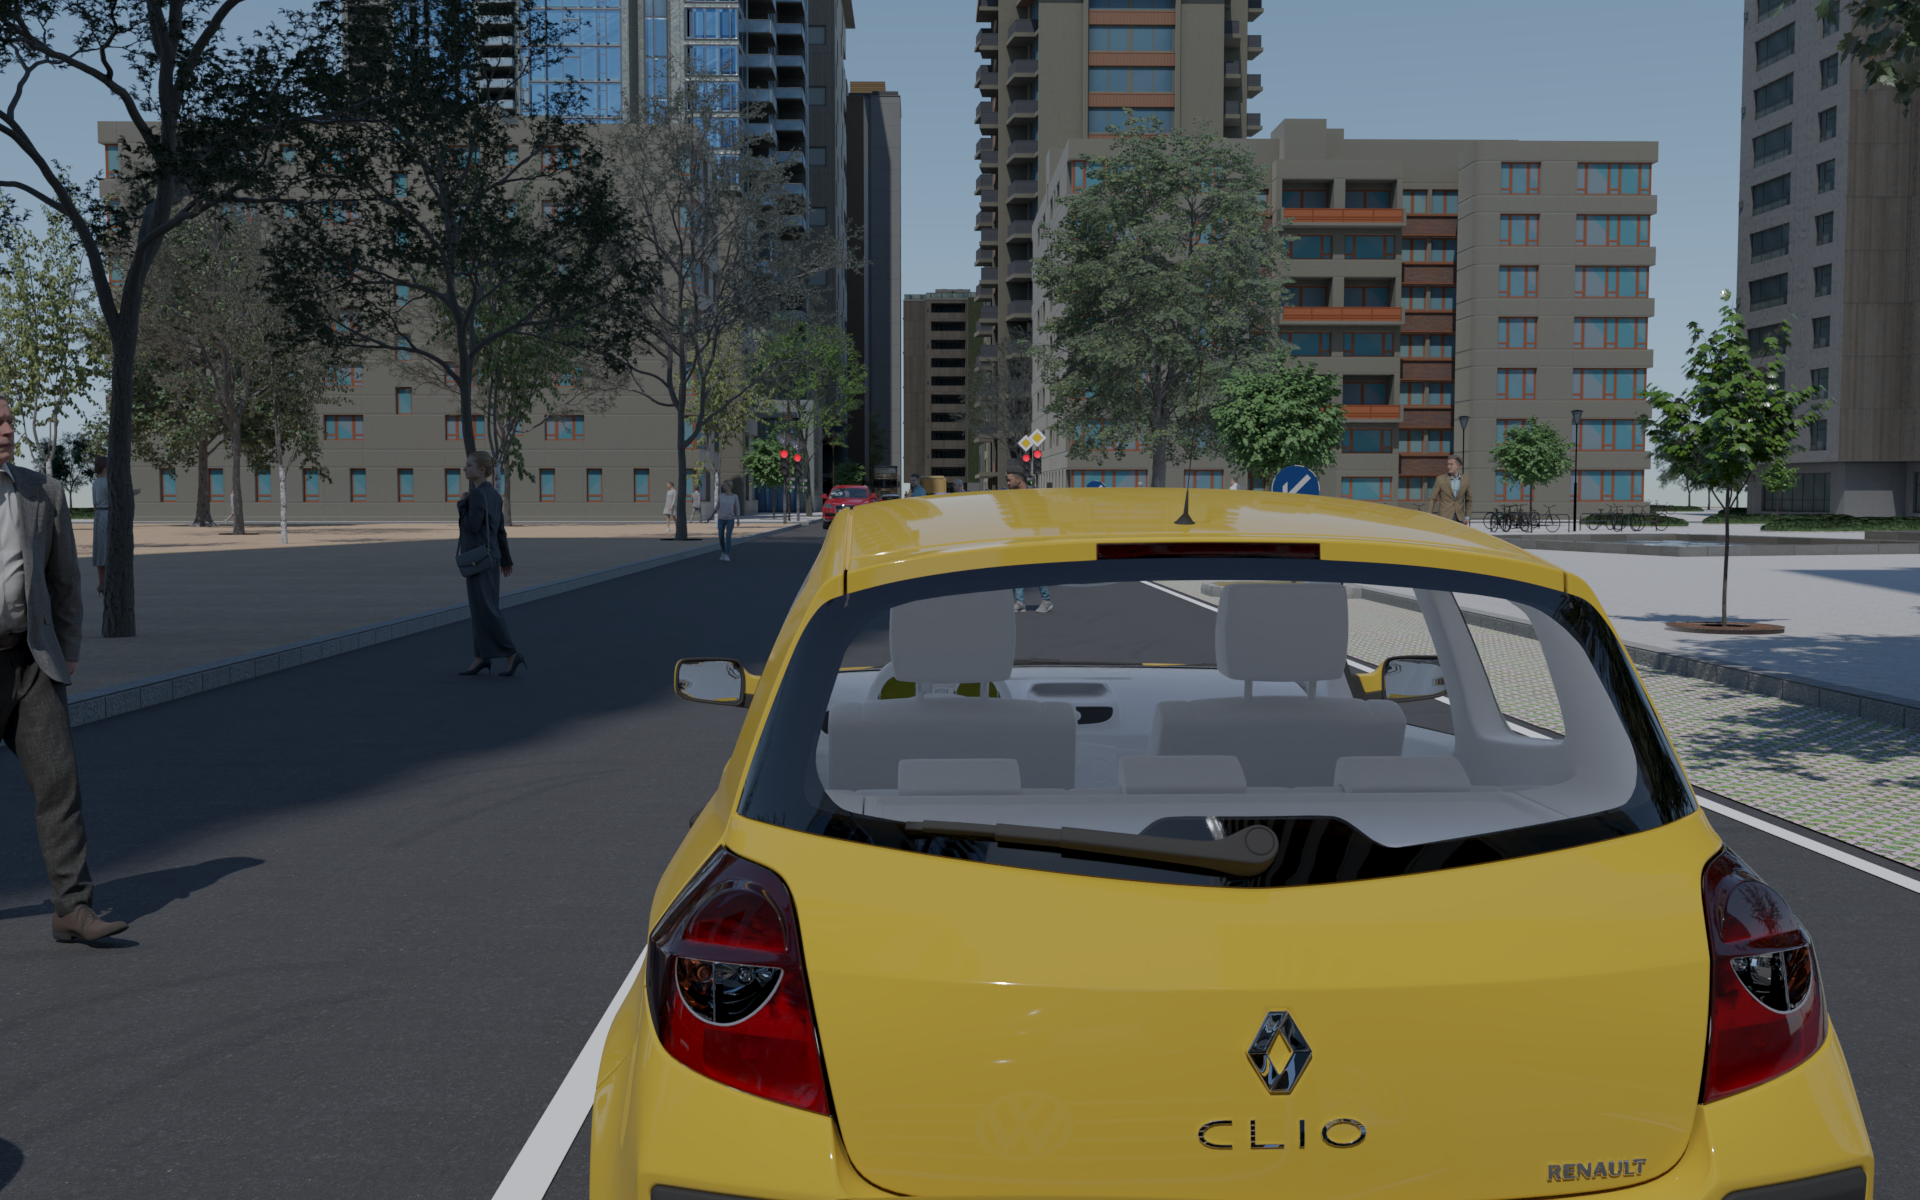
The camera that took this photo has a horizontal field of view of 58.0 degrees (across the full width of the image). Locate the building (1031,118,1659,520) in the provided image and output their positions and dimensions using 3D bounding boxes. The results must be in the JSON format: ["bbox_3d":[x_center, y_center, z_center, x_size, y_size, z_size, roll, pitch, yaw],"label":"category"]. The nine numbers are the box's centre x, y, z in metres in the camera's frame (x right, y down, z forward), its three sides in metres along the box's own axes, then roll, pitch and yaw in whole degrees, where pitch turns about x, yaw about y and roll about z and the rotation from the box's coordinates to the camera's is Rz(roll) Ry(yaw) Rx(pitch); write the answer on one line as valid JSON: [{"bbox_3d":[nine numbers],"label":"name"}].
[{"bbox_3d":[19.401,-15.509,98.611,28.899,21.520,27.650,0,4,-1],"label":"building"}]

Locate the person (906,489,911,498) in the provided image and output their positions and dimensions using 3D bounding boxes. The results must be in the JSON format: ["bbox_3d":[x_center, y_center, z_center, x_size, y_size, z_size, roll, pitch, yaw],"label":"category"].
[{"bbox_3d":[-4.047,-7.952,138.432,0.656,1.842,0.836,1,4,23],"label":"person"}]

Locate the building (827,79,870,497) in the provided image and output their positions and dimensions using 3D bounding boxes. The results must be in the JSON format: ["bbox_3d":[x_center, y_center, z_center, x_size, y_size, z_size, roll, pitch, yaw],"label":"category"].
[{"bbox_3d":[-17.237,-33.092,191.165,14.600,45.320,14.200,0,4,-1],"label":"building"}]

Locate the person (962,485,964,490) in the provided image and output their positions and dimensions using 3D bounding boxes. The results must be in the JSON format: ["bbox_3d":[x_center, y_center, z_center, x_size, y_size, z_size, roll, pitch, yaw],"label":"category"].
[{"bbox_3d":[-0.050,-2.737,53.530,0.520,1.790,0.573,3,4,39],"label":"person"}]

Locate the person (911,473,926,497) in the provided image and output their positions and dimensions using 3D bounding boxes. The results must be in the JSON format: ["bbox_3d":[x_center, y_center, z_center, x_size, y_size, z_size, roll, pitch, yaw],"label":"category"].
[{"bbox_3d":[-0.797,-1.583,34.243,0.748,1.841,0.638,2,4,31],"label":"person"}]

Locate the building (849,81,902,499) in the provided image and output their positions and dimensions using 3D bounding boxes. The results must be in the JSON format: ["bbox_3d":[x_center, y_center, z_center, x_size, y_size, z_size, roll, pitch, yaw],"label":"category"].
[{"bbox_3d":[-22.531,-43.323,250.323,28.212,58.520,21.231,0,4,-1],"label":"building"}]

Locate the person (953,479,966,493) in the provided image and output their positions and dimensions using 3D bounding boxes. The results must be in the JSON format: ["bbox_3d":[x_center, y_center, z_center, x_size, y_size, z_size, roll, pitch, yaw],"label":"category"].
[{"bbox_3d":[-0.019,-1.850,39.226,0.515,1.767,0.782,-3,5,-41],"label":"person"}]

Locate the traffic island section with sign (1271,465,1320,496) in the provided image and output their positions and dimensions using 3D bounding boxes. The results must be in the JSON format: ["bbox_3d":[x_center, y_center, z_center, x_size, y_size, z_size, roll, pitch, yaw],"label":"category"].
[{"bbox_3d":[4.463,-0.967,24.432,1.989,1.847,2.006,0,4,-1],"label":"traffic island section with sign"}]

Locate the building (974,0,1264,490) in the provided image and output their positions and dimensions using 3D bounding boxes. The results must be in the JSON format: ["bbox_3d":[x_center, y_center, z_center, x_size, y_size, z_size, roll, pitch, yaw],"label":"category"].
[{"bbox_3d":[12.403,-29.850,142.671,22.147,44.769,28.867,0,4,-1],"label":"building"}]

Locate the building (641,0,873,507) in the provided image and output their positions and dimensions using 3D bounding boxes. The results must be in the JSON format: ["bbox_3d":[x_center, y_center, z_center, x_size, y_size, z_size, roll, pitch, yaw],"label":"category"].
[{"bbox_3d":[-26.949,-55.526,220.513,31.000,86.520,22.319,0,4,-1],"label":"building"}]

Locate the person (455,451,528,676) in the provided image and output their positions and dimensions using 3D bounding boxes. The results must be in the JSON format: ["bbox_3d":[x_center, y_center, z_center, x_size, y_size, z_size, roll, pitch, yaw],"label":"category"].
[{"bbox_3d":[-3.724,-0.293,13.716,0.534,1.772,0.576,-1,4,-18],"label":"person"}]

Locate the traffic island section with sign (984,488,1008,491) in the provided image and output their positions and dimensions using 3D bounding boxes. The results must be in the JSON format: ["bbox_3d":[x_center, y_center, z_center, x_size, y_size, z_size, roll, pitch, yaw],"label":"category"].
[{"bbox_3d":[2.599,-6.014,106.957,1.989,1.847,2.006,0,4,-1],"label":"traffic island section with sign"}]

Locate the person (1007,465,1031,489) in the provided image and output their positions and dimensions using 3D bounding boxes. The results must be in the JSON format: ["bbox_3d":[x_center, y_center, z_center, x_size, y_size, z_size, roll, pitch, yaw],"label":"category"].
[{"bbox_3d":[0.770,-0.744,21.008,0.623,1.781,0.721,3,5,40],"label":"person"}]

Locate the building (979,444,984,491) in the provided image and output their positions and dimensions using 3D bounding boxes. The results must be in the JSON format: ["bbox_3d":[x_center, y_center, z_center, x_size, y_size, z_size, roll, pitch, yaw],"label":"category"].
[{"bbox_3d":[14.100,-55.283,216.547,22.319,86.520,31.000,0,4,-1],"label":"building"}]

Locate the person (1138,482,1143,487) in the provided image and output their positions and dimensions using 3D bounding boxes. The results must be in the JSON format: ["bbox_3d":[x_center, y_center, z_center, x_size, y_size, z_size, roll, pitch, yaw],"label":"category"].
[{"bbox_3d":[7.242,-3.825,69.070,0.782,1.767,0.515,-1,4,-13],"label":"person"}]

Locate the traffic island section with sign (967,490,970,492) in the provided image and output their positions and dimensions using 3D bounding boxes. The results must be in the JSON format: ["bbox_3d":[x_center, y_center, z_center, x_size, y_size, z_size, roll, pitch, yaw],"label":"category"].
[{"bbox_3d":[0.262,-12.385,211.118,1.989,1.847,2.006,0,4,-1],"label":"traffic island section with sign"}]

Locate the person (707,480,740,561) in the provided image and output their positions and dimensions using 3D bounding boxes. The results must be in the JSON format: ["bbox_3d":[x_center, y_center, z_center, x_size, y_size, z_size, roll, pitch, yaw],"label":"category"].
[{"bbox_3d":[-5.064,-1.712,37.160,0.731,1.740,0.598,0,4,0],"label":"person"}]

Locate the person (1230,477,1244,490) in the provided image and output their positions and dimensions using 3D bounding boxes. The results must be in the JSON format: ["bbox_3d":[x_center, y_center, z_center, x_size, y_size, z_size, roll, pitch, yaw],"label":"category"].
[{"bbox_3d":[8.904,-3.028,55.646,0.679,1.850,0.850,-2,4,-35],"label":"person"}]

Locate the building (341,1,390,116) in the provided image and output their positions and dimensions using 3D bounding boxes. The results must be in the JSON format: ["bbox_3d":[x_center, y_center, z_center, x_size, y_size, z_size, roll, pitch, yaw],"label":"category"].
[{"bbox_3d":[-74.974,-49.553,248.438,20.611,71.187,20.563,0,4,-1],"label":"building"}]

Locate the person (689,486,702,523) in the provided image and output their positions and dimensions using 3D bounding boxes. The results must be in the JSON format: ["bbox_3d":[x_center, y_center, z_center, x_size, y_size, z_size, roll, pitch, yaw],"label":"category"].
[{"bbox_3d":[-12.096,-4.321,79.422,0.678,1.792,0.850,2,4,35],"label":"person"}]

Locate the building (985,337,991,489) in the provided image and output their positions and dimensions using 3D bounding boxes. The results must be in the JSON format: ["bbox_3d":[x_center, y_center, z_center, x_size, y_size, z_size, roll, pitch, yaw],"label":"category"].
[{"bbox_3d":[16.818,-20.092,173.550,27.650,21.520,28.899,0,4,-1],"label":"building"}]

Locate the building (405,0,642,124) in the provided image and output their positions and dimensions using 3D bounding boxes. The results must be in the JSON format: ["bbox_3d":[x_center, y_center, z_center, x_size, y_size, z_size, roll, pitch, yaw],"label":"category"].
[{"bbox_3d":[-57.920,-55.426,218.883,31.000,86.520,22.319,0,4,-1],"label":"building"}]

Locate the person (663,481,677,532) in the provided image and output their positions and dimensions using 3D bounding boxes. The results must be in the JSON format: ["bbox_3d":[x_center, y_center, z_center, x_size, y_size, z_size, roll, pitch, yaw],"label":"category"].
[{"bbox_3d":[-9.900,-3.215,59.365,0.466,1.731,0.760,1,4,9],"label":"person"}]

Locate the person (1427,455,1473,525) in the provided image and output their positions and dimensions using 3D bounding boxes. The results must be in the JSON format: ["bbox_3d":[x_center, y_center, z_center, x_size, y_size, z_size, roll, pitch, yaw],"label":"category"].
[{"bbox_3d":[6.939,-1.142,24.633,0.656,1.842,0.836,-3,4,-37],"label":"person"}]

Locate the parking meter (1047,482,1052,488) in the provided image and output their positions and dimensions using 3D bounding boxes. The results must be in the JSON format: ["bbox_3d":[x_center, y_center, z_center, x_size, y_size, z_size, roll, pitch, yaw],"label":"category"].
[{"bbox_3d":[4.491,-4.969,86.951,0.255,1.863,0.399,0,4,1],"label":"parking meter"}]

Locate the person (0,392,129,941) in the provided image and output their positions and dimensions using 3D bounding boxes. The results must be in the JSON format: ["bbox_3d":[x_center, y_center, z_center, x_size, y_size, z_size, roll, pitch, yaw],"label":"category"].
[{"bbox_3d":[-3.042,0.208,5.501,0.834,1.777,0.661,2,4,32],"label":"person"}]

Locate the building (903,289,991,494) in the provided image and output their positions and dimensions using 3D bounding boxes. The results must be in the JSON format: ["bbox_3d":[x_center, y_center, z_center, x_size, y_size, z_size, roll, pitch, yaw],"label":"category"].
[{"bbox_3d":[-1.172,-29.083,247.211,14.107,30.474,14.160,0,4,-1],"label":"building"}]

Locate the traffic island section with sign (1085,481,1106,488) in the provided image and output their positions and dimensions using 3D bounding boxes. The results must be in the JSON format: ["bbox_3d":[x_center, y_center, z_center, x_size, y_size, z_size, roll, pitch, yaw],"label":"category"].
[{"bbox_3d":[3.846,-2.615,51.380,1.989,1.847,2.006,0,4,-1],"label":"traffic island section with sign"}]

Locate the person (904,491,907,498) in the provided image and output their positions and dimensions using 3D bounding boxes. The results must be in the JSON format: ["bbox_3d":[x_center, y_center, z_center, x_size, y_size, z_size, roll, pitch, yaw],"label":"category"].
[{"bbox_3d":[-6.718,-12.751,216.978,0.705,1.824,1.348,2,4,28],"label":"person"}]

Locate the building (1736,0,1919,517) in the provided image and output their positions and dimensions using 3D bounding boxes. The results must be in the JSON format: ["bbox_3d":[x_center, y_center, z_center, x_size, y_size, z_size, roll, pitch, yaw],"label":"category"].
[{"bbox_3d":[49.163,-19.296,87.190,14.107,30.474,14.160,0,4,-1],"label":"building"}]

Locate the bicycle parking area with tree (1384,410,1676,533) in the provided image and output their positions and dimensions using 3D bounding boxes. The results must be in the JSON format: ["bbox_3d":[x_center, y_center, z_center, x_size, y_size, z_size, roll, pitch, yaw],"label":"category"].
[{"bbox_3d":[19.591,-4.545,61.305,9.016,4.147,8.231,-1,4,-16],"label":"bicycle parking area with tree"}]

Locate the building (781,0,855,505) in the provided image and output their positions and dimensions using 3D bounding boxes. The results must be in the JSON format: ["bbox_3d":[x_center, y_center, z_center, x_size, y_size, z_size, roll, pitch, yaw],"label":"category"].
[{"bbox_3d":[-24.983,-35.518,169.950,28.713,52.752,27.495,0,4,-1],"label":"building"}]

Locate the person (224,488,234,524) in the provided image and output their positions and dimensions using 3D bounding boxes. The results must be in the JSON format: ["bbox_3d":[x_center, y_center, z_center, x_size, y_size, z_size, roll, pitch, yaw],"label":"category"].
[{"bbox_3d":[-32.622,-4.188,77.728,0.466,1.731,0.760,3,5,40],"label":"person"}]

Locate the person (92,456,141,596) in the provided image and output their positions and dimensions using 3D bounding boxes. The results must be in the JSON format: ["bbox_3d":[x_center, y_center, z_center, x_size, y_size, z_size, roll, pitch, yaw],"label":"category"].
[{"bbox_3d":[-10.632,-0.927,21.769,0.480,1.755,0.524,2,4,34],"label":"person"}]

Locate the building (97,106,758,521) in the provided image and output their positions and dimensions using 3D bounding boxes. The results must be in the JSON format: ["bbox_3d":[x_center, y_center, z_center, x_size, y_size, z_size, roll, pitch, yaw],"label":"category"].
[{"bbox_3d":[-26.404,-15.306,95.295,27.650,21.520,28.899,0,4,-1],"label":"building"}]

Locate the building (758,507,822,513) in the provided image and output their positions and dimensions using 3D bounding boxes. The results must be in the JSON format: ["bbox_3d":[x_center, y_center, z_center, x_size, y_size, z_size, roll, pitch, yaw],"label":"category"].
[{"bbox_3d":[-21.515,-50.070,131.308,22.319,86.520,31.000,0,4,-1],"label":"building"}]
